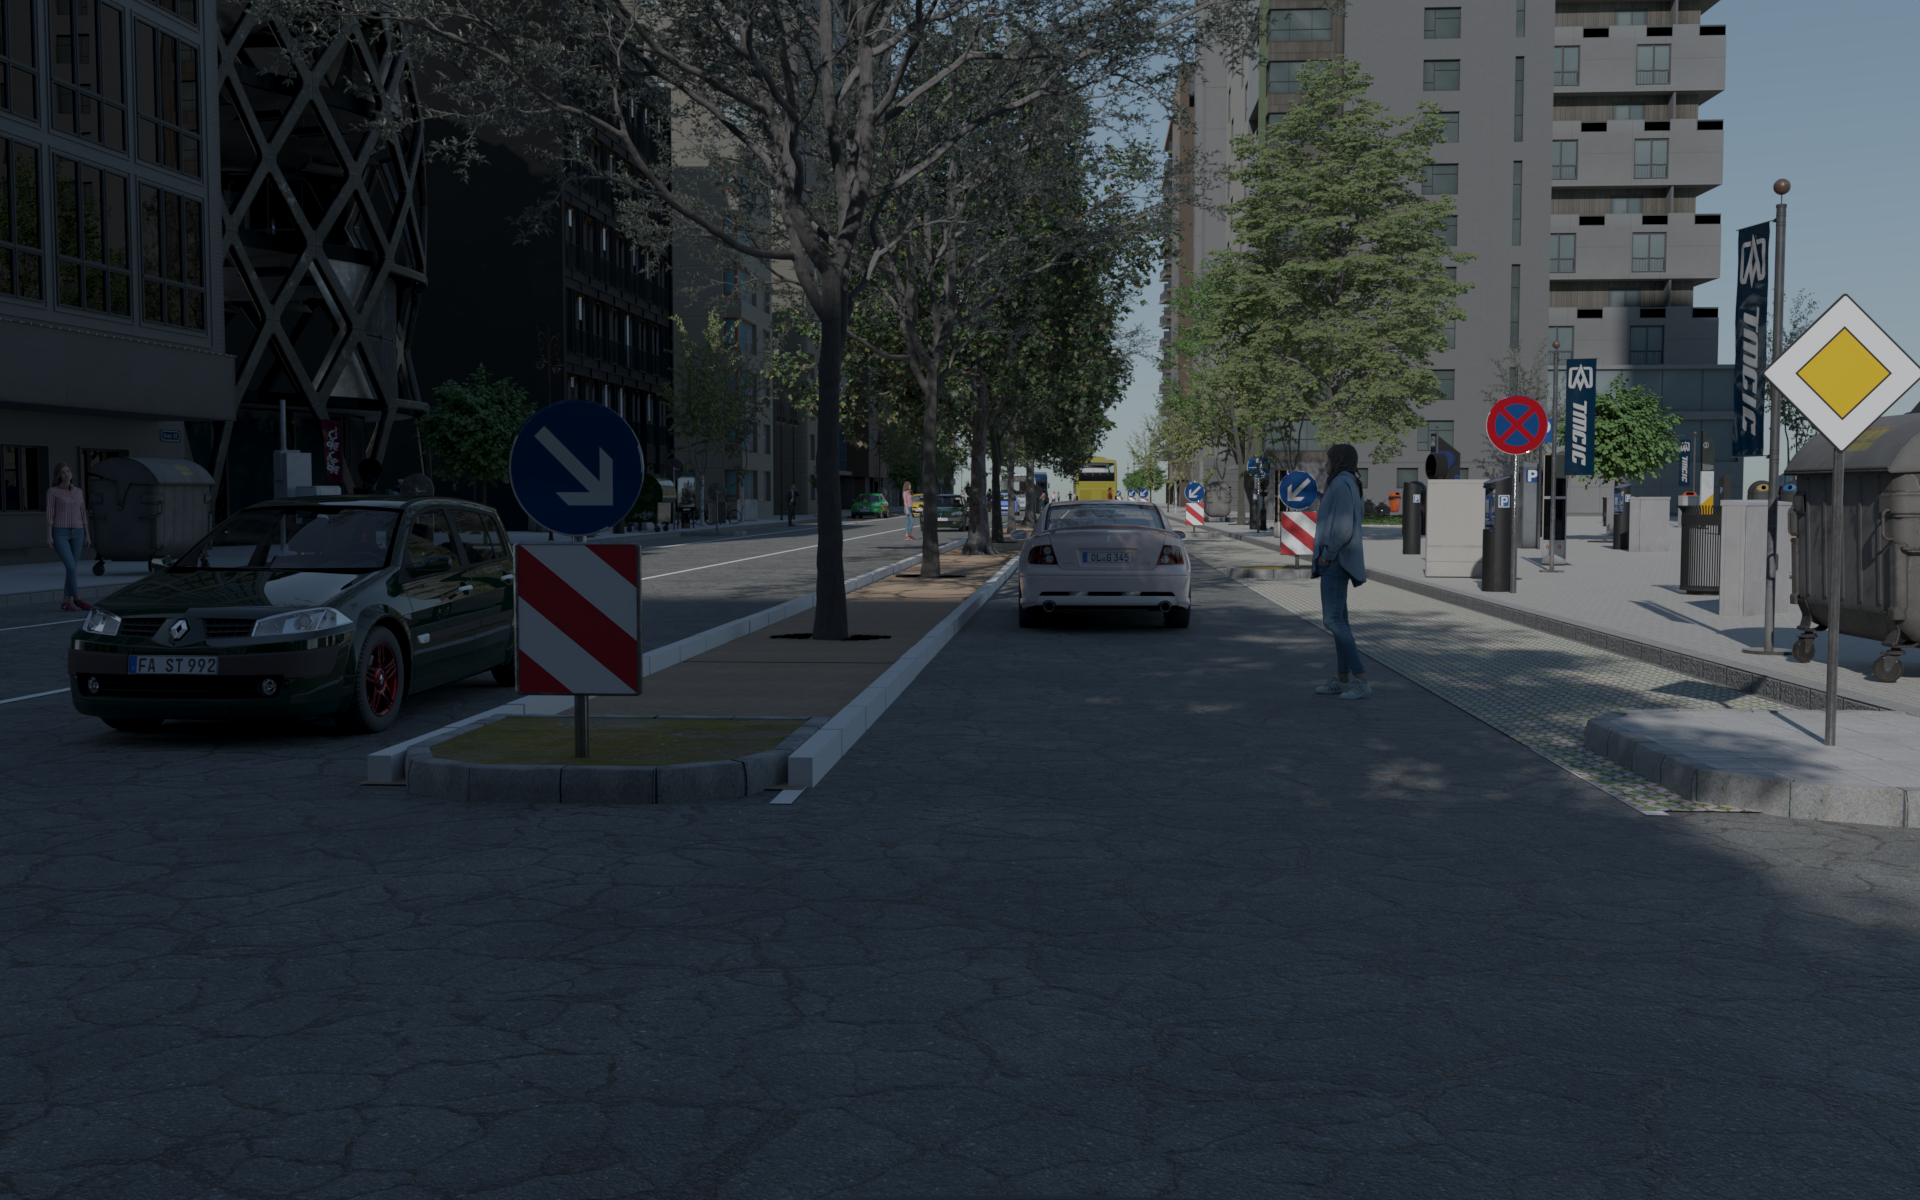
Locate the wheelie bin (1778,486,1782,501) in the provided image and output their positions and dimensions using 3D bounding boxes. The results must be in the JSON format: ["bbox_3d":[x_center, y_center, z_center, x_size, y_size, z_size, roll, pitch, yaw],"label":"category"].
[{"bbox_3d":[31.469,-3.538,65.755,0.980,1.594,0.693,0,4,6],"label":"wheelie bin"}]

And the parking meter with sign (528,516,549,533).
[{"bbox_3d":[-14.222,-3.792,58.268,0.543,3.016,1.738,-2,4,-34],"label":"parking meter with sign"}]

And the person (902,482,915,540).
[{"bbox_3d":[-1.610,-2.801,54.308,0.388,1.821,0.555,0,4,3],"label":"person"}]

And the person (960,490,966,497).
[{"bbox_3d":[0.165,-6.918,122.274,0.621,1.740,0.551,0,4,-4],"label":"person"}]

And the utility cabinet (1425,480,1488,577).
[{"bbox_3d":[7.750,-1.092,26.535,1.173,1.500,0.318,1,4,12],"label":"utility cabinet"}]

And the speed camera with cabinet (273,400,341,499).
[{"bbox_3d":[-13.619,-2.556,36.122,0.660,3.252,2.038,-3,5,-44],"label":"speed camera with cabinet"}]

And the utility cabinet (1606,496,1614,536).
[{"bbox_3d":[20.310,-2.573,53.234,0.306,1.237,1.020,-1,4,-16],"label":"utility cabinet"}]

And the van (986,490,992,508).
[{"bbox_3d":[3.432,-10.379,176.702,2.013,2.044,4.112,0,4,6],"label":"van"}]

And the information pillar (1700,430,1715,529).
[{"bbox_3d":[27.203,-4.388,63.093,0.504,3.616,0.183,-1,4,-8],"label":"information pillar"}]

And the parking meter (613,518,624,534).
[{"bbox_3d":[-11.022,-2.903,55.867,0.372,1.533,0.369,0,3,0],"label":"parking meter"}]

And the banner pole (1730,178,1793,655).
[{"bbox_3d":[6.501,-1.472,14.082,0.401,3.779,0.863,0,4,-5],"label":"banner pole"}]

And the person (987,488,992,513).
[{"bbox_3d":[2.260,-7.432,129.643,0.705,1.869,1.348,-1,4,-17],"label":"person"}]

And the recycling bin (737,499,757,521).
[{"bbox_3d":[-10.048,-4.236,81.814,0.722,1.027,0.722,-2,4,-35],"label":"recycling bin"}]

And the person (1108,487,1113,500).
[{"bbox_3d":[8.757,-5.639,100.634,0.705,1.831,1.348,1,4,13],"label":"person"}]

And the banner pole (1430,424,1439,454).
[{"bbox_3d":[17.145,-4.440,62.616,0.401,3.779,0.863,0,4,-6],"label":"banner pole"}]

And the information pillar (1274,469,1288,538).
[{"bbox_3d":[9.384,-2.822,50.632,0.304,2.012,0.304,-1,4,-13],"label":"information pillar"}]

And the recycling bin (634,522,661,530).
[{"bbox_3d":[-11.104,-2.994,61.504,0.722,1.027,0.722,3,5,39],"label":"recycling bin"}]

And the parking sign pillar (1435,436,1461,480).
[{"bbox_3d":[21.700,-5.442,77.447,1.447,3.967,1.447,-3,4,-37],"label":"parking sign pillar"}]

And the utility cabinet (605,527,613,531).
[{"bbox_3d":[-12.139,-3.000,60.217,0.306,1.237,1.020,2,4,26],"label":"utility cabinet"}]

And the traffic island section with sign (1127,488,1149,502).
[{"bbox_3d":[11.361,-6.116,108.626,1.989,1.847,2.006,0,4,4],"label":"traffic island section with sign"}]

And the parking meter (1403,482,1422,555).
[{"bbox_3d":[9.608,-1.736,36.803,0.372,1.533,0.369,0,3,0],"label":"parking meter"}]

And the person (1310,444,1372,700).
[{"bbox_3d":[2.730,-0.219,12.344,0.793,1.790,0.793,-1,4,-17],"label":"person"}]

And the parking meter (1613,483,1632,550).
[{"bbox_3d":[15.295,-1.932,40.004,0.372,1.533,0.369,0,3,0],"label":"parking meter"}]

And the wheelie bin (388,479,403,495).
[{"bbox_3d":[-12.009,-1.818,37.635,0.693,1.594,0.980,1,4,20],"label":"wheelie bin"}]

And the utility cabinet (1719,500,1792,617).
[{"bbox_3d":[8.509,-0.450,18.514,1.020,1.237,0.306,-3,5,-40],"label":"utility cabinet"}]

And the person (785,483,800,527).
[{"bbox_3d":[-7.418,-4.216,76.793,0.474,1.900,0.648,2,4,32],"label":"person"}]

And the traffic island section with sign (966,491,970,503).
[{"bbox_3d":[1.087,-11.180,191.423,1.989,1.847,2.006,0,4,4],"label":"traffic island section with sign"}]

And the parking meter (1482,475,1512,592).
[{"bbox_3d":[7.071,-0.879,22.789,0.372,1.533,0.369,0,3,0],"label":"parking meter"}]

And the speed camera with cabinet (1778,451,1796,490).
[{"bbox_3d":[38.523,-5.206,79.449,2.038,3.252,0.660,0,4,-4],"label":"speed camera with cabinet"}]

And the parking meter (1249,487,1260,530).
[{"bbox_3d":[10.610,-3.298,62.333,0.372,1.533,0.369,0,3,0],"label":"parking meter"}]

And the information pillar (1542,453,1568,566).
[{"bbox_3d":[10.643,-1.621,30.992,0.304,2.012,0.304,-1,4,-20],"label":"information pillar"}]

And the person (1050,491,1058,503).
[{"bbox_3d":[9.324,-9.954,172.183,0.756,1.711,0.436,1,4,19],"label":"person"}]

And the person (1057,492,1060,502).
[{"bbox_3d":[13.435,-13.765,234.345,0.721,1.735,1.217,0,4,-5],"label":"person"}]

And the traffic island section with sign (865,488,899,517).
[{"bbox_3d":[-4.891,-6.131,108.866,1.989,1.847,2.006,0,4,4],"label":"traffic island section with sign"}]

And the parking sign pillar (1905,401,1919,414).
[{"bbox_3d":[22.344,-3.176,40.395,1.447,3.967,1.447,-2,4,-33],"label":"parking sign pillar"}]

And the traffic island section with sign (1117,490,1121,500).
[{"bbox_3d":[13.295,-7.763,135.558,1.989,1.847,2.006,0,4,4],"label":"traffic island section with sign"}]

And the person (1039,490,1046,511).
[{"bbox_3d":[6.874,-8.269,144.404,0.721,1.736,1.217,2,4,28],"label":"person"}]

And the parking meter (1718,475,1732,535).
[{"bbox_3d":[23.838,-2.952,53.979,0.255,1.863,0.399,0,4,0],"label":"parking meter"}]

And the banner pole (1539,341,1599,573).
[{"bbox_3d":[9.934,-2.339,28.255,0.863,3.779,0.401,2,4,25],"label":"banner pole"}]

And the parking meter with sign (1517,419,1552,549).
[{"bbox_3d":[13.439,-2.731,40.908,0.543,3.016,1.738,0,4,1],"label":"parking meter with sign"}]

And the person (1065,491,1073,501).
[{"bbox_3d":[12.932,-11.895,202.993,1.348,1.822,0.705,-1,4,-10],"label":"person"}]

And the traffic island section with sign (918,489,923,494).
[{"bbox_3d":[-2.931,-7.787,135.940,1.989,1.847,2.006,0,4,4],"label":"traffic island section with sign"}]

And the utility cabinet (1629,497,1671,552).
[{"bbox_3d":[15.307,-1.670,38.467,1.020,1.237,0.306,-2,4,-31],"label":"utility cabinet"}]

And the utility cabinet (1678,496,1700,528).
[{"bbox_3d":[27.908,-3.354,66.001,1.020,1.237,0.306,-1,4,-11],"label":"utility cabinet"}]

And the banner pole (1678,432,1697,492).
[{"bbox_3d":[29.311,-4.874,69.705,0.401,3.779,0.863,-3,5,-41],"label":"banner pole"}]

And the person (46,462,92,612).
[{"bbox_3d":[-10.897,-0.772,21.129,0.388,1.821,0.555,1,4,22],"label":"person"}]

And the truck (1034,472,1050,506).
[{"bbox_3d":[9.893,-13.940,217.676,2.967,4.110,18.799,0,4,4],"label":"truck"}]

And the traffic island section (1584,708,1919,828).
[{"bbox_3d":[4.462,0.821,8.853,2.009,0.180,2.903,0,4,4],"label":"traffic island section"}]

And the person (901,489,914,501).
[{"bbox_3d":[-3.639,-7.204,126.375,1.348,1.812,0.705,1,4,18],"label":"person"}]
